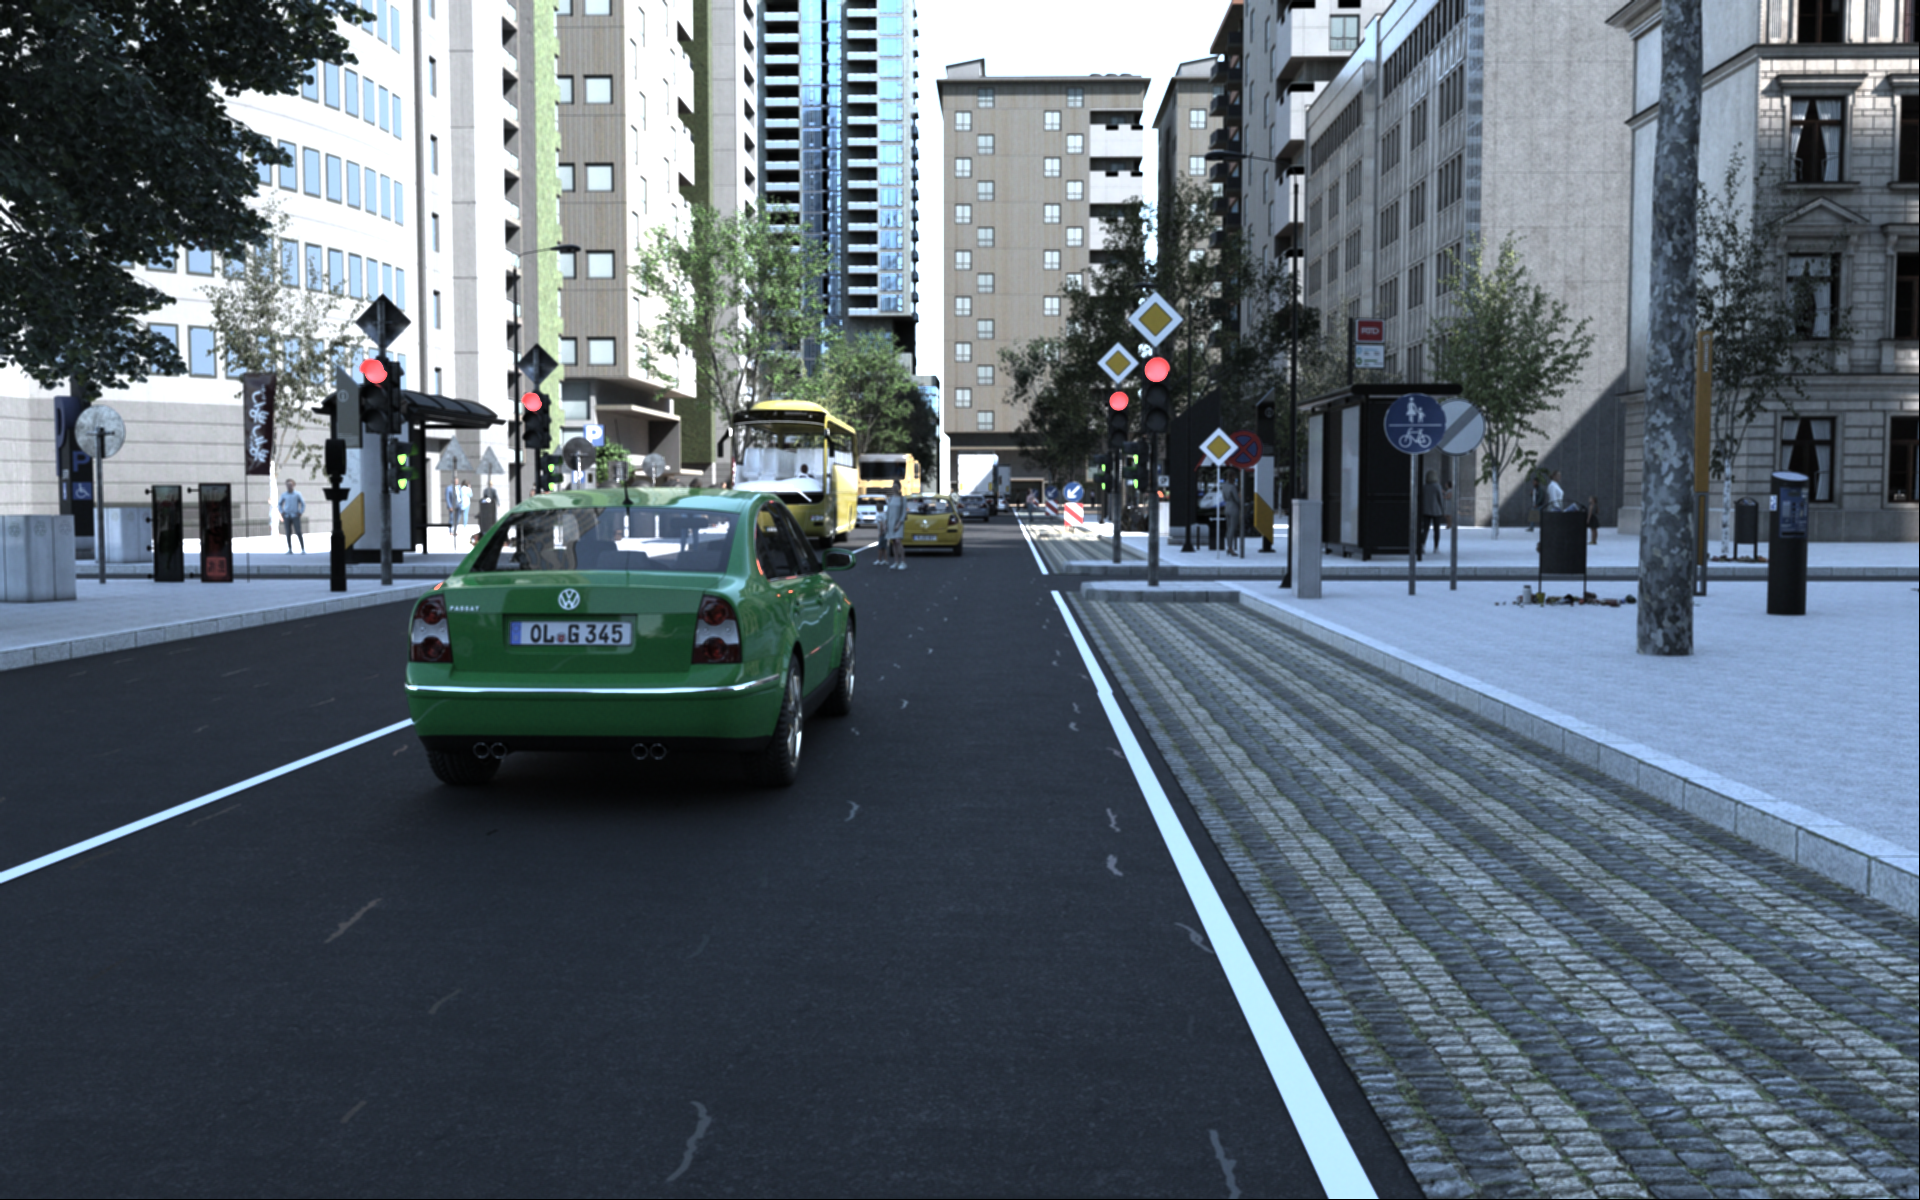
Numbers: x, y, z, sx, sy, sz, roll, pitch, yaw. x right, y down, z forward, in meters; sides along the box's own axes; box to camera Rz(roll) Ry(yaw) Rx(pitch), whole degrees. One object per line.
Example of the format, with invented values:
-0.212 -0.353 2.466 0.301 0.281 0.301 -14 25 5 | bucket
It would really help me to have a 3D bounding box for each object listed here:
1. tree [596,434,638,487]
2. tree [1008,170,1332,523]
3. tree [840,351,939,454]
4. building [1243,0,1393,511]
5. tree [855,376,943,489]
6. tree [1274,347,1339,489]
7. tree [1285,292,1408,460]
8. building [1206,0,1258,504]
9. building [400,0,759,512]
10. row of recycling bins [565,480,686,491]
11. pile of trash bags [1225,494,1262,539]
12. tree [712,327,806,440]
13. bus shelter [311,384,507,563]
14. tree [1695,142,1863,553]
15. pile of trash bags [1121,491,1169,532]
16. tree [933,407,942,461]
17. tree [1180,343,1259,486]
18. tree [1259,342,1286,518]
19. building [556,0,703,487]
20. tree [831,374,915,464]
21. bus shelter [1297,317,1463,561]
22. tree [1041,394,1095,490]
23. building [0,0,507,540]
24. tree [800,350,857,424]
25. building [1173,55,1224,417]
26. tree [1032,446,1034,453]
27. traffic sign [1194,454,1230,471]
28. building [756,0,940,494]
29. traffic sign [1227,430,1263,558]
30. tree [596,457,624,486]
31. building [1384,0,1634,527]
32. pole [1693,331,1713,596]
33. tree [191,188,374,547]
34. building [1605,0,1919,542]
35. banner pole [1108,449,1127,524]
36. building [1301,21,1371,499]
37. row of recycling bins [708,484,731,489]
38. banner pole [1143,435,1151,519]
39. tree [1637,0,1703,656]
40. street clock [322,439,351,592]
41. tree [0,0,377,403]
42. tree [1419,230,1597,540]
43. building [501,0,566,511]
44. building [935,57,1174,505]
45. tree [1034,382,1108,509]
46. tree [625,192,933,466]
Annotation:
-19.161 -6.769 94.390 4.285 4.588 4.351 0 3 0 | tree
6.505 -7.018 49.149 8.767 10.594 7.601 2 4 23 | tree
-6.222 -14.237 143.150 12.009 13.543 11.850 0 3 0 | tree
35.503 -32.749 124.689 28.713 52.752 27.495 0 4 2 | building
-6.021 -14.911 160.798 9.611 12.733 9.660 0 3 0 | tree
17.501 -8.350 86.877 4.737 8.622 4.395 0 3 0 | tree
14.275 -6.850 62.363 4.360 8.622 3.978 0 3 0 | tree
33.637 -30.489 153.121 22.147 44.769 28.867 0 4 2 | building
-33.180 -37.728 158.845 28.212 58.520 21.231 0 4 2 | building
-9.675 -2.645 50.353 3.534 1.692 1.069 -1 4 -16 | row of recycling bins
8.055 -2.548 51.409 1.912 1.369 3.447 0 4 5 | pile of trash bags
-8.336 -7.558 73.943 4.360 8.622 3.978 0 3 0 | tree
-10.817 -2.485 34.553 2.014 3.302 5.546 0 4 2 | bus shelter
16.813 -5.316 37.279 4.360 8.622 3.978 0 3 0 | tree
6.443 -2.983 58.529 1.912 1.369 3.447 0 4 -3 | pile of trash bags
-6.215 -11.119 107.554 9.928 11.665 9.643 0 3 0 | tree
12.505 -8.087 82.593 4.360 8.622 3.978 0 3 0 | tree
14.536 -7.305 69.801 4.360 8.622 3.978 0 3 0 | tree
-33.877 -32.532 121.139 28.713 52.752 27.495 0 4 2 | building
-6.701 -11.773 126.908 8.767 10.594 7.601 3 5 40 | tree
8.585 -3.641 37.157 2.179 5.291 8.768 0 4 1 | bus shelter
7.286 -10.102 115.530 4.737 8.622 4.395 0 3 0 | tree
-30.231 -31.622 59.019 21.231 58.520 28.212 0 4 2 | building
-7.357 -8.500 89.333 4.737 8.622 4.395 0 3 0 | tree
38.714 -38.389 216.894 27.495 52.752 28.713 0 4 2 | building
8.206 -11.919 145.236 4.360 8.622 3.978 0 3 0 | tree
5.890 -2.466 40.323 0.884 2.594 0.081 0 4 7 | traffic sign
-18.083 -55.160 214.537 31.000 86.520 22.319 0 4 2 | building
5.632 -2.103 34.482 0.768 2.556 0.104 1 4 10 | traffic sign
-17.622 -5.701 87.811 1.663 3.219 1.824 0 3 0 | tree
26.168 -15.774 75.934 12.078 24.808 19.932 0 4 2 | building
9.321 -1.708 21.767 0.158 3.312 0.155 0 3 0 | pole
-16.478 -5.592 41.787 4.360 8.622 3.978 0 3 0 | tree
29.987 -11.334 49.931 19.286 19.102 10.561 0 4 2 | building
6.862 -5.204 75.099 0.863 3.779 0.401 0 4 -4 | banner pole
26.705 -16.993 95.857 12.078 24.808 19.932 0 4 2 | building
-10.651 -4.006 72.613 3.534 1.692 1.069 0 4 2 | row of recycling bins
7.884 -5.084 73.137 0.401 3.779 0.863 -1 4 -22 | banner pole
6.844 -9.574 12.417 12.611 20.169 13.585 0 3 0 | tree
-8.206 -1.116 22.815 0.358 2.002 0.471 -1 4 -15 | street clock
-9.884 -6.676 15.803 9.857 13.997 8.962 0 3 0 | tree
15.140 -5.987 48.257 4.737 8.622 4.395 0 3 0 | tree
-29.150 -24.772 88.622 14.154 41.232 14.086 0 4 2 | building
11.242 -38.463 218.100 27.495 52.752 28.713 0 4 2 | building
6.888 -9.240 101.430 4.360 8.622 3.978 0 3 0 | tree
-7.760 -8.265 60.895 9.928 11.665 9.643 0 3 0 | tree
